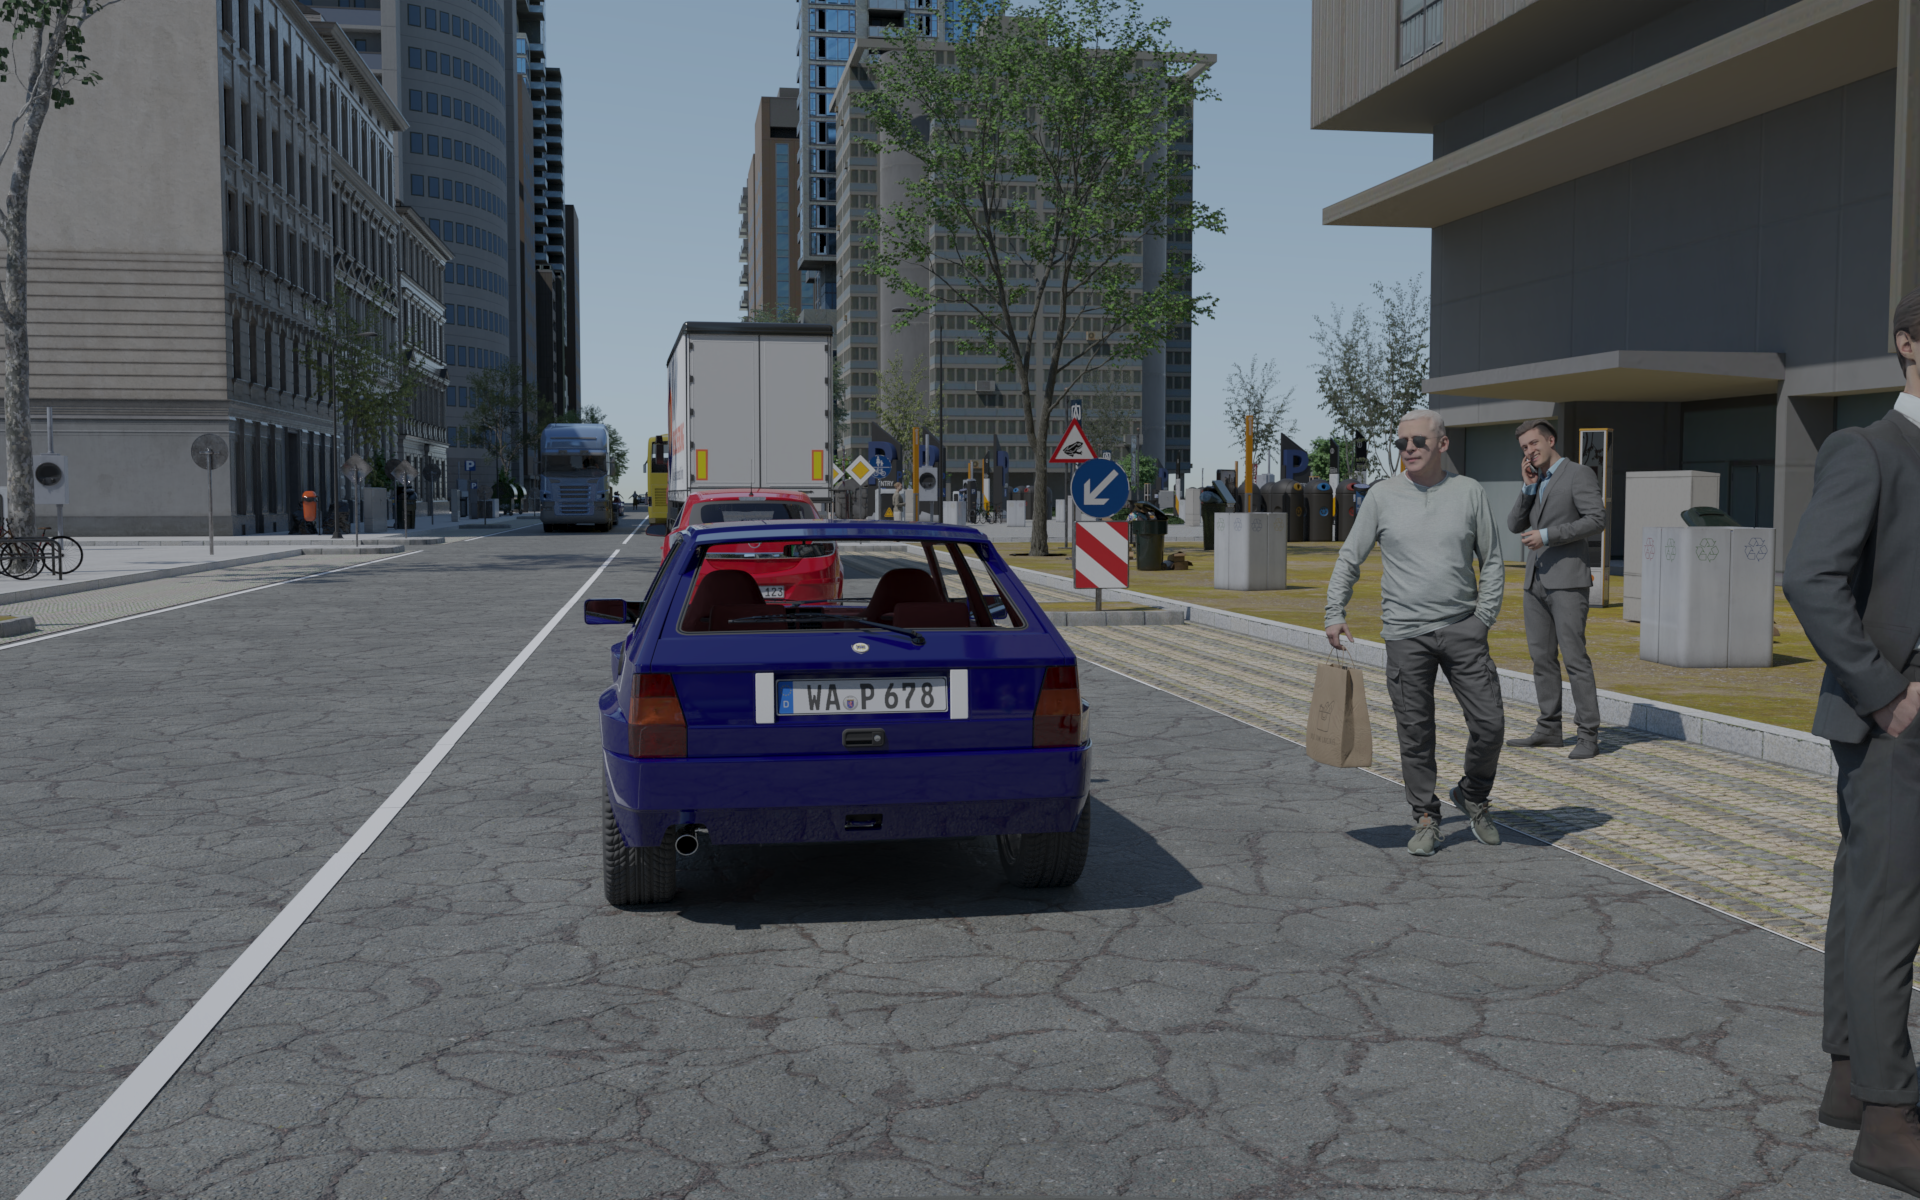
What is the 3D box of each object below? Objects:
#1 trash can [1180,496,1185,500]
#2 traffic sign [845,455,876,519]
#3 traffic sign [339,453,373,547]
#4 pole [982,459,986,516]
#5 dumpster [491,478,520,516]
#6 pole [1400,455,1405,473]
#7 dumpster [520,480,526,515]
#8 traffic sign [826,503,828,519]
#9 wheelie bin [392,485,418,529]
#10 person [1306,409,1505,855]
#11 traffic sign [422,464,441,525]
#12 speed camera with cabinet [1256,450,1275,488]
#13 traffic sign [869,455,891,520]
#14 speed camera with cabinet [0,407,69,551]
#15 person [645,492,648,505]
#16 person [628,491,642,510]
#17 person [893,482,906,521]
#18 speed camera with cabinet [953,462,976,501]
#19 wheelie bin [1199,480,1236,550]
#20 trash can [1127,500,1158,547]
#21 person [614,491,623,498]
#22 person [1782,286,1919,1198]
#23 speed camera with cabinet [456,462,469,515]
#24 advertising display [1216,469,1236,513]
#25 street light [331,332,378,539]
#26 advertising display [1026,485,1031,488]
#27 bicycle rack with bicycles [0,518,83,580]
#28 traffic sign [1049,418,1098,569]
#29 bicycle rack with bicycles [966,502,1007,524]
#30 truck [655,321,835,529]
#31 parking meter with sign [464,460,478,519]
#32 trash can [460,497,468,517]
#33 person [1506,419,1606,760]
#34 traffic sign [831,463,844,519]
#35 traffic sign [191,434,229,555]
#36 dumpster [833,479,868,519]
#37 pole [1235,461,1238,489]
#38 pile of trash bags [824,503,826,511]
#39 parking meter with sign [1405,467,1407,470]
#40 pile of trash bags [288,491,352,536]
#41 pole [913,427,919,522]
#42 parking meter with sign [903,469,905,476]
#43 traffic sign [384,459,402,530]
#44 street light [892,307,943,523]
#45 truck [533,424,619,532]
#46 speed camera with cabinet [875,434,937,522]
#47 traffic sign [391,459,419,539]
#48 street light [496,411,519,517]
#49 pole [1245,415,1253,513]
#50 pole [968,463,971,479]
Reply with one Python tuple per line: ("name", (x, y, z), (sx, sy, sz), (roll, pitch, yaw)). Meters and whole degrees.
("trash can", (13.416, -5.648, 104.000), (0.748, 1.137, 0.748), (0, 3, 0))
("traffic sign", (-2.533, -2.473, 44.080), (0.795, 2.450, 0.064), (-1, 4, -10))
("traffic sign", (-14.660, -2.350, 42.063), (0.795, 2.450, 0.064), (-1, 4, -10))
("pole", (1.398, -6.536, 100.703), (0.158, 3.312, 0.155), (0, 3, 0))
("dumpster", (-26.851, -6.070, 101.732), (1.502, 2.255, 1.985), (-1, 4, -10))
("pole", (15.977, -4.200, 62.514), (0.158, 3.312, 0.155), (0, 3, 0))
("dumpster", (-28.061, -6.497, 108.725), (1.502, 2.255, 1.985), (-1, 4, -10))
("traffic sign", (-5.658, -4.498, 73.646), (0.768, 2.556, 0.104), (-1, 4, -9))
("wheelie bin", (-20.332, -3.402, 63.539), (0.693, 1.594, 0.980), (3, 4, 36))
("person", (1.797, 0.123, 6.969), (0.782, 1.767, 0.515), (1, 4, 11))
("traffic sign", (-22.114, -4.430, 72.537), (0.768, 2.556, 0.104), (0, 4, -5))
("speed camera with cabinet", (14.299, -5.164, 78.772), (2.038, 3.252, 0.660), (-3, 5, -44))
("traffic sign", (-2.617, -3.442, 56.375), (0.768, 2.556, 0.104), (0, 4, -7))
("speed camera with cabinet", (-21.310, -2.739, 39.113), (2.038, 3.252, 0.660), (-1, 4, -19))
("person", (-40.361, -13.088, 223.158), (0.621, 1.740, 0.551), (-2, 4, -25))
("person", (-29.344, -8.999, 156.361), (1.217, 1.736, 0.721), (0, 4, -3))
("person", (-1.684, -2.400, 48.282), (0.362, 1.759, 0.519), (-1, 4, -9))
("speed camera with cabinet", (0.264, -6.880, 106.831), (0.660, 3.252, 2.038), (-2, 4, -27))
("wheelie bin", (5.890, -1.948, 39.760), (0.693, 1.594, 0.980), (2, 4, 27))
("trash can", (4.454, -1.875, 42.315), (0.748, 1.137, 0.748), (0, 3, 0))
("person", (-32.281, -9.434, 163.266), (1.217, 1.766, 0.721), (1, 4, 8))
("person", (2.110, 0.252, 3.742), (0.474, 1.900, 0.648), (3, 5, 44))
("speed camera with cabinet", (-30.019, -6.754, 104.766), (0.660, 3.252, 2.038), (-2, 4, -24))
("advertising display", (6.924, -2.438, 45.082), (0.123, 1.923, 0.974), (2, 4, 33))
("street light", (-17.392, -4.724, 49.778), (1.470, 5.913, 1.316), (-1, 4, -10))
("advertising display", (4.865, -7.182, 122.635), (0.123, 1.923, 0.974), (-1, 4, -11))
("bicycle rack with bicycles", (-14.780, -0.776, 26.071), (2.925, 0.926, 2.852), (-2, 4, -29))
("traffic sign", (1.943, -1.808, 29.558), (0.884, 2.594, 0.081), (0, 4, -7))
("bicycle rack with bicycles", (1.048, -3.749, 74.682), (2.852, 0.926, 2.925), (-1, 4, -21))
("truck", (-4.385, -2.745, 33.802), (2.839, 4.237, 11.283), (-1, 4, -11))
("parking meter with sign", (-24.907, -5.642, 88.506), (0.543, 3.016, 1.738), (-2, 4, -23))
("trash can", (-27.476, -5.130, 95.530), (0.748, 1.137, 0.748), (0, 3, 0))
("person", (3.258, -0.076, 9.549), (0.447, 1.846, 0.655), (-1, 4, -21))
("traffic sign", (-3.861, -2.955, 51.954), (0.795, 2.450, 0.064), (-1, 4, -10))
("traffic sign", (-15.807, -2.227, 36.510), (0.768, 2.556, 0.104), (0, 4, -5))
("dumpster", (-4.141, -3.699, 66.235), (1.264, 1.857, 1.865), (-1, 4, -10))
("pole", (17.045, -6.911, 106.830), (0.158, 3.312, 0.155), (0, 3, 0))
("pile of trash bags", (-10.230, -6.760, 120.272), (1.912, 1.369, 3.447), (-1, 4, -18))
("parking meter with sign", (27.399, -6.683, 105.525), (0.543, 3.016, 1.738), (0, 4, -7))
("pile of trash bags", (-20.389, -2.766, 54.974), (1.912, 1.369, 3.447), (-1, 4, -13))
("pole", (-1.346, -3.618, 53.005), (0.158, 3.312, 0.155), (0, 3, 0))
("parking meter with sign", (-4.258, -7.573, 120.076), (0.543, 3.016, 1.738), (1, 4, 12))
("traffic sign", (-20.358, -3.812, 62.431), (0.768, 2.556, 0.104), (0, 3, 0))
("street light", (-1.010, -4.329, 43.325), (1.470, 5.913, 1.316), (-1, 4, -10))
("truck", (-15.640, -5.032, 72.027), (2.967, 4.110, 18.799), (-1, 4, -10))
("speed camera with cabinet", (-1.768, -3.846, 57.220), (2.038, 3.252, 0.660), (0, 4, 0))
("traffic sign", (-15.988, -2.831, 49.937), (0.795, 2.450, 0.064), (-1, 4, -10))
("street light", (-25.345, -7.607, 96.916), (1.470, 5.913, 1.316), (-1, 4, -10))
("pole", (7.483, -3.122, 44.880), (0.158, 3.312, 0.155), (0, 3, 0))
("pole", (0.654, -7.367, 114.291), (0.158, 3.312, 0.155), (0, 3, 0))
